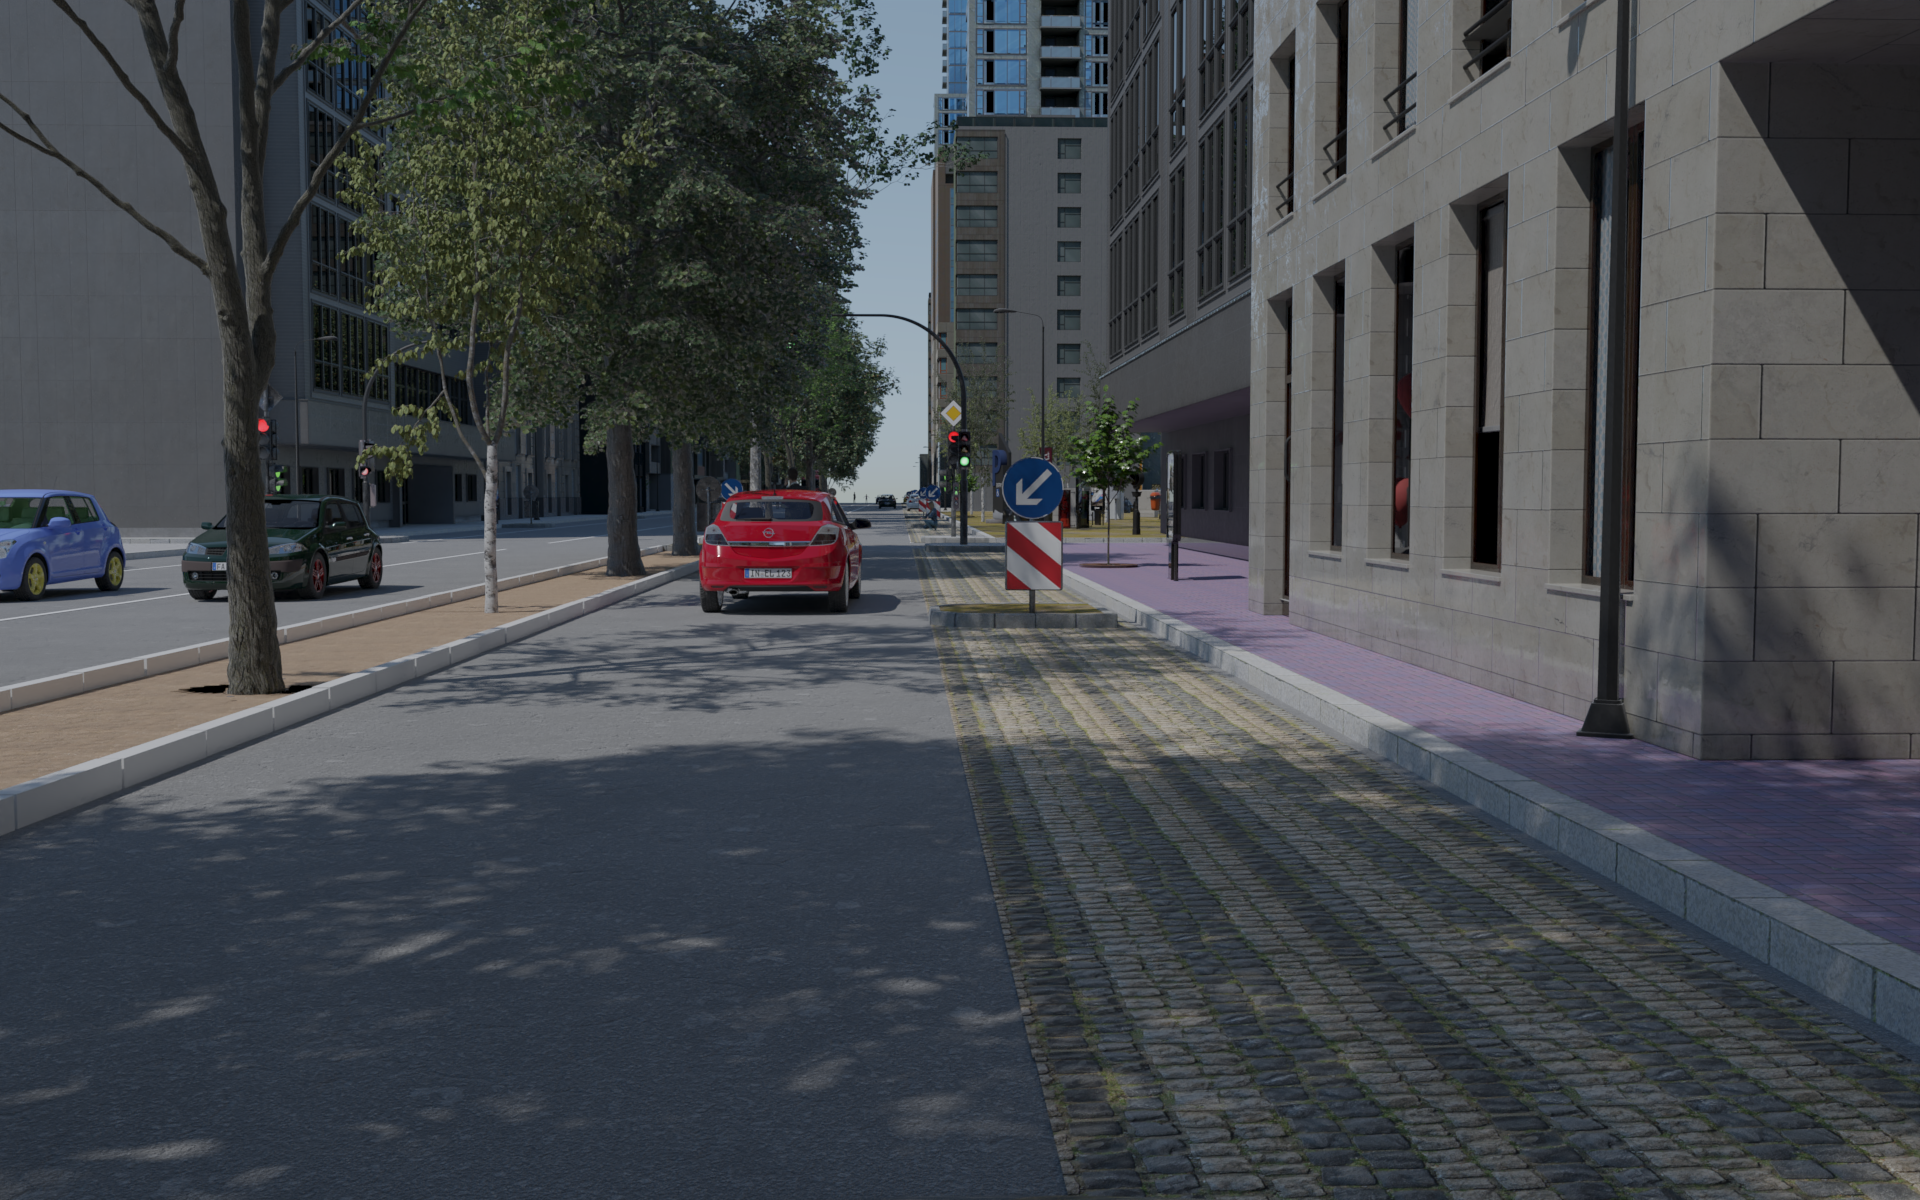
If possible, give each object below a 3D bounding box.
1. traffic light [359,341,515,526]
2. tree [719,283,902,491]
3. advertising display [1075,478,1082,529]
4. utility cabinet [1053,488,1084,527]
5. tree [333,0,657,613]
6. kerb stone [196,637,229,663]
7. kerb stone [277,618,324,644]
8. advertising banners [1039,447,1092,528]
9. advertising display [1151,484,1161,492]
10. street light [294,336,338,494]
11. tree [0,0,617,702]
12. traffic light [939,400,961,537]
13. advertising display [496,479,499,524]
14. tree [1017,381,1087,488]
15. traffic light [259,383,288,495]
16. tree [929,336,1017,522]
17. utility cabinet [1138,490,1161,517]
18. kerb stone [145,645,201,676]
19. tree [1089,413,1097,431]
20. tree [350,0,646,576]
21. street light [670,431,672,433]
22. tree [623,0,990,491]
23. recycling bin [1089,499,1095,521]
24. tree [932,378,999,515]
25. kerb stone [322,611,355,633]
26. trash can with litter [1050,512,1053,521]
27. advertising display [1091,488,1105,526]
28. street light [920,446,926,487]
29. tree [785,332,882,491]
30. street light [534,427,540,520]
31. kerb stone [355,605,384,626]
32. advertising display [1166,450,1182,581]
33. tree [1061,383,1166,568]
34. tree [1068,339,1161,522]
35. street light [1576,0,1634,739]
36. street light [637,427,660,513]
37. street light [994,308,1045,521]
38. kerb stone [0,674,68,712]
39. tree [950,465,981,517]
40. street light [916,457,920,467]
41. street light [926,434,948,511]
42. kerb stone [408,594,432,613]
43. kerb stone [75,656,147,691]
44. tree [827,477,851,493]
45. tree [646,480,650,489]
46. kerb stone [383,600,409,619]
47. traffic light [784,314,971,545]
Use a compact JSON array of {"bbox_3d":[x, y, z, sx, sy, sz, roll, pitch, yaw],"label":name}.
[{"bbox_3d":[-15.474,-4.690,51.351,4.771,5.953,1.251,0,4,-2],"label":"traffic light"},{"bbox_3d":[-7.803,-10.404,89.563,9.611,12.733,9.660,0,3,0],"label":"tree"},{"bbox_3d":[4.393,-3.594,63.982,0.123,1.923,0.974,1,4,12],"label":"advertising display"},{"bbox_3d":[4.113,-3.494,65.799,1.173,1.500,0.318,0,4,2],"label":"utility cabinet"},{"bbox_3d":[-5.664,-4.154,20.738,4.737,8.622,4.395,0,3,0],"label":"tree"},{"bbox_3d":[-6.465,0.437,15.044,0.120,0.150,1.000,0,4,-2],"label":"kerb stone"},{"bbox_3d":[-6.528,0.318,17.094,0.120,0.150,1.000,0,4,-2],"label":"kerb stone"},{"bbox_3d":[3.941,-4.198,64.829,2.074,3.025,0.090,-1,4,-14],"label":"advertising banners"},{"bbox_3d":[12.623,-6.476,111.092,0.123,1.923,0.974,-2,4,-32],"label":"advertising display"},{"bbox_3d":[-18.998,-4.804,51.083,1.470,5.913,1.316,0,4,-2],"label":"street light"},{"bbox_3d":[-5.177,-5.138,12.226,9.928,11.665,9.643,0,3,0],"label":"tree"},{"bbox_3d":[-0.212,-3.850,51.870,0.839,4.253,0.868,0,4,-2],"label":"traffic light"},{"bbox_3d":[-19.798,-4.190,73.716,0.123,1.923,0.974,0,4,-1],"label":"advertising display"},{"bbox_3d":[5.484,-10.012,114.052,4.737,8.622,4.395,0,3,0],"label":"tree"},{"bbox_3d":[-17.279,-3.324,43.262,0.839,4.253,0.868,0,4,-2],"label":"traffic light"},{"bbox_3d":[0.859,-7.915,79.773,4.360,8.622,3.978,0,3,0],"label":"tree"},{"bbox_3d":[10.242,-5.237,94.311,0.318,1.500,1.173,-3,5,-41],"label":"utility cabinet"},{"bbox_3d":[-6.427,0.500,14.023,0.120,0.150,1.000,0,4,-2],"label":"kerb stone"},{"bbox_3d":[7.670,-10.395,120.328,4.737,8.622,4.395,0,3,0],"label":"tree"},{"bbox_3d":[-5.847,-7.382,29.808,9.857,13.997,8.962,0,3,0],"label":"tree"},{"bbox_3d":[-21.760,-9.483,127.590,1.470,5.913,1.316,0,4,-2],"label":"street light"},{"bbox_3d":[-5.721,-12.197,57.767,12.611,20.169,13.585,0,3,0],"label":"tree"},{"bbox_3d":[6.146,-4.320,83.188,0.722,1.027,0.722,1,4,13],"label":"recycling bin"},{"bbox_3d":[0.496,-9.620,107.651,4.737,8.622,4.395,0,3,0],"label":"tree"},{"bbox_3d":[-6.571,0.249,18.120,0.120,0.150,1.000,0,4,-2],"label":"kerb stone"},{"bbox_3d":[3.587,-3.409,67.120,1.055,1.170,0.624,0,4,-3],"label":"trash can with litter"},{"bbox_3d":[5.656,-4.025,71.021,0.123,1.923,0.974,-2,4,-26],"label":"advertising display"},{"bbox_3d":[-2.898,-12.012,168.932,1.470,5.913,1.316,0,4,-2],"label":"street light"},{"bbox_3d":[-8.294,-10.863,98.188,7.486,12.596,7.792,0,3,0],"label":"tree"},{"bbox_3d":[-20.263,-6.876,84.968,1.470,5.913,1.316,0,4,-2],"label":"street light"},{"bbox_3d":[-6.608,0.188,19.141,0.120,0.150,1.000,0,4,-2],"label":"kerb stone"},{"bbox_3d":[3.193,-1.264,25.888,0.123,1.923,0.974,0,4,1],"label":"advertising display"},{"bbox_3d":[2.565,-2.194,30.476,1.663,3.219,1.824,0,3,0],"label":"tree"},{"bbox_3d":[6.758,-7.833,78.436,4.360,8.622,3.978,0,3,0],"label":"tree"},{"bbox_3d":[2.907,-2.232,9.037,1.470,5.913,1.316,0,4,-2],"label":"street light"},{"bbox_3d":[-21.468,-8.949,118.855,1.470,5.913,1.316,0,4,-2],"label":"street light"},{"bbox_3d":[1.542,-4.340,43.494,1.470,5.913,1.316,0,4,-2],"label":"street light"},{"bbox_3d":[-6.352,0.632,11.960,0.120,0.150,1.000,0,4,-2],"label":"kerb stone"},{"bbox_3d":[0.116,-6.417,99.525,1.663,3.219,1.824,0,3,0],"label":"tree"},{"bbox_3d":[-4.095,-14.107,203.190,1.470,5.913,1.316,0,4,-2],"label":"street light"},{"bbox_3d":[-1.678,-9.907,134.519,1.470,5.913,1.316,0,4,-2],"label":"street light"},{"bbox_3d":[-6.683,0.067,21.185,0.120,0.150,1.000,0,4,-2],"label":"kerb stone"},{"bbox_3d":[-6.396,0.565,12.989,0.120,0.150,1.000,0,4,-2],"label":"kerb stone"},{"bbox_3d":[-9.507,-10.539,125.128,4.360,8.622,3.978,0,3,0],"label":"tree"},{"bbox_3d":[-23.298,-7.947,124.537,1.663,3.219,1.824,0,3,0],"label":"tree"},{"bbox_3d":[-6.646,0.125,20.163,0.120,0.150,1.000,0,4,-2],"label":"kerb stone"},{"bbox_3d":[-2.017,-4.221,43.675,4.771,5.953,1.251,0,4,-2],"label":"traffic light"}]
